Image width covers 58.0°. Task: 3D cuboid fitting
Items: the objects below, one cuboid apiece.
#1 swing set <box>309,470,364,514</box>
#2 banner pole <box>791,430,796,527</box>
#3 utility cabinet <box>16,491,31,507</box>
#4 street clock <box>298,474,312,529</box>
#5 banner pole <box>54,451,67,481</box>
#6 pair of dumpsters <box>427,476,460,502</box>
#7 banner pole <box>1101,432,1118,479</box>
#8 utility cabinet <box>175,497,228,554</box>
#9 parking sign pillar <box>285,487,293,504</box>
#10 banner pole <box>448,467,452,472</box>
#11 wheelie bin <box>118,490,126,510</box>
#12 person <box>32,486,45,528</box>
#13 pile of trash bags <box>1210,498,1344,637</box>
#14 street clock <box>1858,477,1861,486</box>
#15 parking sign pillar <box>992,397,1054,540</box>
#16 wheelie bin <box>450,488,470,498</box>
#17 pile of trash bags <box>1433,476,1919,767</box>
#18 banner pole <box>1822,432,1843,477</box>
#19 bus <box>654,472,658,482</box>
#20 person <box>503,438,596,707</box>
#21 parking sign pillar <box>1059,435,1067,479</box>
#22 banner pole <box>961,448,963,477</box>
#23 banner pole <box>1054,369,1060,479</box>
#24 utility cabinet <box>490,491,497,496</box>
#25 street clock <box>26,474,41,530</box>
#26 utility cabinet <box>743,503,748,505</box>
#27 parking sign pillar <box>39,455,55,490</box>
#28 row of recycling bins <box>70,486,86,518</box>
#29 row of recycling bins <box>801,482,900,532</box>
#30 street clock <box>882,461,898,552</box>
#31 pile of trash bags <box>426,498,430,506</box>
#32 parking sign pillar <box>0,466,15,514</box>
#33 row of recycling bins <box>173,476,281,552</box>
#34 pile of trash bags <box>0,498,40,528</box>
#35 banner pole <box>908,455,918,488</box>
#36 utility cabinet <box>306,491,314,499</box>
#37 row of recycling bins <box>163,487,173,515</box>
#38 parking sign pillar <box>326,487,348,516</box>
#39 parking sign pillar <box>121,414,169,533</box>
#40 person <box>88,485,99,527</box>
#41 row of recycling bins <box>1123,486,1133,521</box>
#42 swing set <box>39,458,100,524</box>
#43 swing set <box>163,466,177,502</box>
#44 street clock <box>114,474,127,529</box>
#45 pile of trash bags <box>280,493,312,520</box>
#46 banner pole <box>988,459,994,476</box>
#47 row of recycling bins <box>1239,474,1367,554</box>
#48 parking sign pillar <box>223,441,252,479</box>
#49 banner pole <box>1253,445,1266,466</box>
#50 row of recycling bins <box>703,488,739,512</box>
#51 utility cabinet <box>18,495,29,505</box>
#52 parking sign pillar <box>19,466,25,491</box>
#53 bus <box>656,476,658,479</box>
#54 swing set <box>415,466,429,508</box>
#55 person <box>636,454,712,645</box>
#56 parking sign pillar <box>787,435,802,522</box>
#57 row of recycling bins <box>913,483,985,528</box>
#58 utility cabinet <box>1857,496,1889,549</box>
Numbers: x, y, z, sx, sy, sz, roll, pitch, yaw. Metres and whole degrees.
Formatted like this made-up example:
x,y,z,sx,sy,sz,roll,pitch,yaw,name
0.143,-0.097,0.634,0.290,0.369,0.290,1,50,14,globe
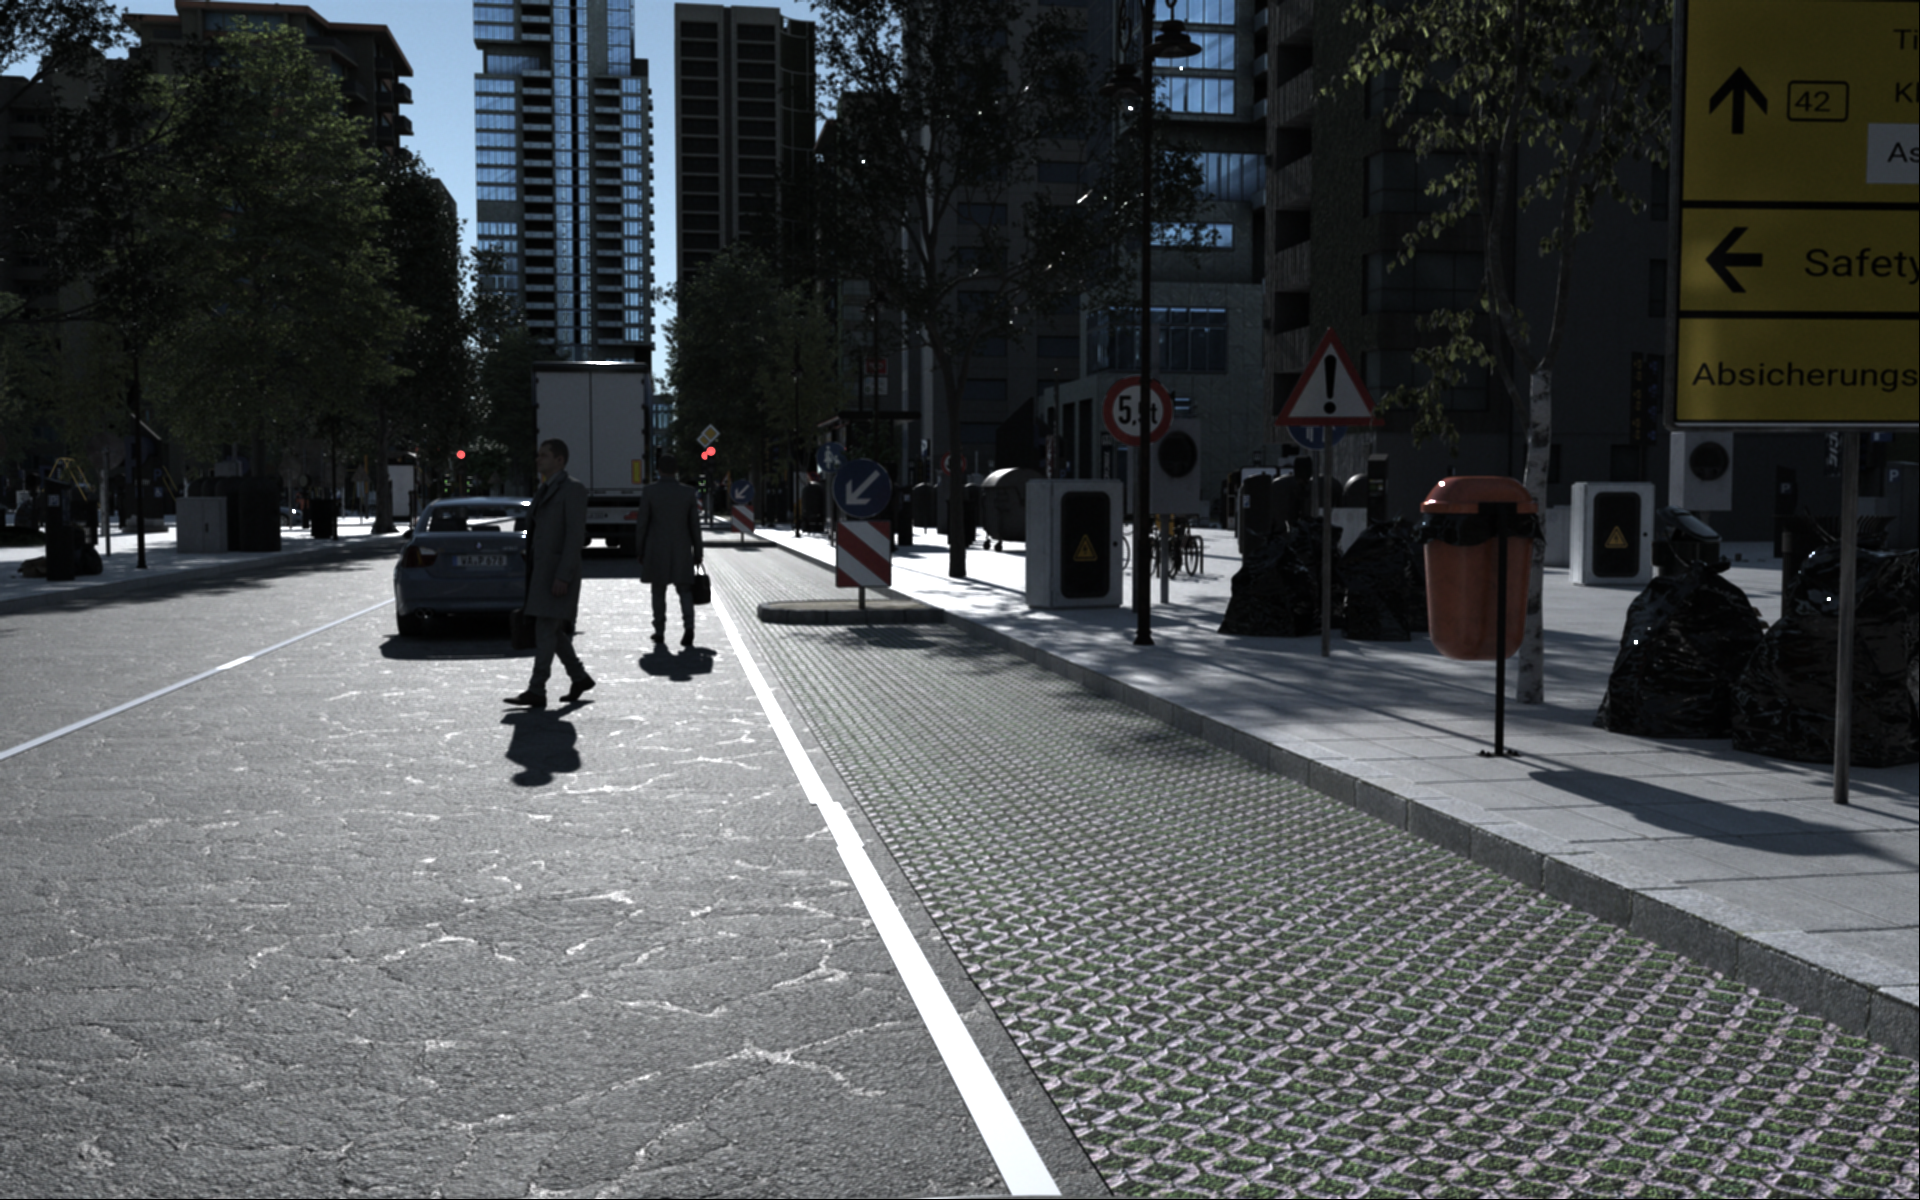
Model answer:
x,y,z,sx,sy,sz,roll,pitch,yaw,name
-40.288,-6.959,111.407,3.119,2.851,2.862,-2,4,-35,swing set
-6.328,-4.714,67.097,0.401,3.779,0.863,-1,4,-13,banner pole
-68.281,-7.195,126.323,0.318,1.500,1.173,1,4,8,utility cabinet
-24.185,-3.635,63.996,0.471,2.002,0.358,2,4,23,street clock
-52.313,-6.785,100.943,0.401,3.779,0.863,3,5,43,banner pole
-26.499,-5.314,89.376,1.574,2.255,4.437,-1,4,-10,pair of dumpsters
5.335,-4.359,61.292,0.863,3.779,0.401,-1,4,-22,banner pole
-16.405,-1.608,37.460,1.020,1.237,0.306,0,4,6,utility cabinet
-45.949,-8.025,119.685,1.447,3.967,1.447,-1,4,-23,parking sign pillar
-31.820,-7.222,108.101,0.401,3.779,0.863,-3,4,-37,banner pole
-41.097,-4.748,85.538,0.980,1.594,0.693,0,4,5,wheelie bin
-36.362,-3.678,68.411,0.659,1.850,0.755,0,4,2,person
4.059,-0.421,16.637,1.912,1.369,3.447,3,5,41,pile of trash bags
33.172,-3.659,64.390,0.471,2.002,0.358,0,4,6,street clock
1.620,-3.686,48.733,1.447,3.967,1.447,3,5,43,parking sign pillar
-24.482,-4.709,84.897,0.980,1.594,0.693,-1,4,-18,wheelie bin
3.994,0.051,8.927,3.447,1.369,1.912,-1,4,-10,pile of trash bags
15.450,-2.472,30.434,0.401,3.779,0.863,-1,4,-10,banner pole
-29.079,-10.181,158.004,2.896,3.916,12.252,-1,4,-8,bus
-2.802,-0.195,11.790,0.767,1.812,0.694,-3,4,-37,person
3.029,-4.340,59.433,1.447,3.967,1.447,3,5,42,parking sign pillar
0.071,-6.362,94.032,0.401,3.779,0.863,-1,4,-9,banner pole
1.936,-2.751,34.999,0.401,3.779,0.863,0,4,-2,banner pole
-29.859,-6.214,110.277,0.318,1.500,1.173,1,4,10,utility cabinet
-32.696,-3.462,61.168,0.471,2.002,0.358,1,4,14,street clock
-11.393,-4.959,92.242,0.306,1.237,1.020,0,4,-4,utility cabinet
-62.083,-7.931,118.143,1.447,3.967,1.447,-1,4,-13,parking sign pillar
-48.764,-5.336,94.358,3.534,1.692,1.069,3,5,39,row of recycling bins
-3.660,-3.139,58.439,3.534,1.692,1.069,1,4,12,row of recycling bins
-1.548,-2.053,38.142,0.358,2.002,0.471,-1,4,-20,street clock
-37.809,-6.750,120.118,3.447,1.369,1.912,-1,4,-13,pile of trash bags
-61.279,-7.471,110.625,1.447,3.967,1.447,-1,4,-15,parking sign pillar
-16.585,-1.978,39.448,3.534,1.692,1.069,3,5,44,row of recycling bins
-35.906,-3.325,64.112,3.447,1.369,1.912,-1,4,-12,pile of trash bags
-2.973,-7.451,111.841,0.863,3.779,0.401,-1,4,-21,banner pole
-47.806,-7.201,126.413,1.173,1.500,0.318,-2,4,-26,utility cabinet
-49.414,-6.105,106.927,1.069,1.692,3.534,1,4,19,row of recycling bins
-35.956,-6.790,99.489,1.447,3.967,1.447,-3,5,-44,parking sign pillar
-27.292,-4.247,57.911,1.447,3.967,1.447,2,4,24,parking sign pillar
-34.290,-3.641,68.455,0.576,1.772,0.534,1,4,16,person
7.333,-4.674,83.531,1.069,1.692,3.534,2,4,29,row of recycling bins
-39.087,-4.787,75.892,2.862,2.851,3.119,-1,4,-18,swing set
-44.756,-6.070,96.866,2.862,2.851,3.119,-2,4,-32,swing set
-30.492,-3.575,63.021,0.471,2.002,0.358,0,4,3,street clock
-38.595,-5.381,97.732,3.447,1.369,1.912,-3,5,-45,pile of trash bags
2.099,-7.252,108.585,0.863,3.779,0.401,2,4,32,banner pole
7.305,-1.788,36.343,1.069,1.692,3.534,-3,5,-42,row of recycling bins
-36.725,-6.092,88.084,1.447,3.967,1.447,3,5,43,parking sign pillar
15.414,-6.054,89.006,0.863,3.779,0.401,-1,4,-19,banner pole
-19.224,-8.362,143.827,3.534,1.692,1.069,-2,4,-27,row of recycling bins
-45.020,-4.410,83.263,0.306,1.237,1.020,-3,4,-39,utility cabinet
-74.447,-9.101,137.278,1.447,3.967,1.447,-1,4,-19,parking sign pillar
-31.442,-10.965,174.136,2.948,3.499,13.247,-1,4,-9,bus
-31.322,-6.174,98.559,2.862,2.851,3.119,-2,4,-35,swing set
-2.761,-0.488,16.586,0.694,1.812,0.767,-1,4,-20,person
-7.683,-5.570,79.548,1.447,3.967,1.447,-1,4,-12,parking sign pillar
-0.415,-3.753,68.478,1.069,1.692,3.534,3,5,44,row of recycling bins
19.910,-1.638,37.938,0.306,1.237,1.020,0,4,-2,utility cabinet
